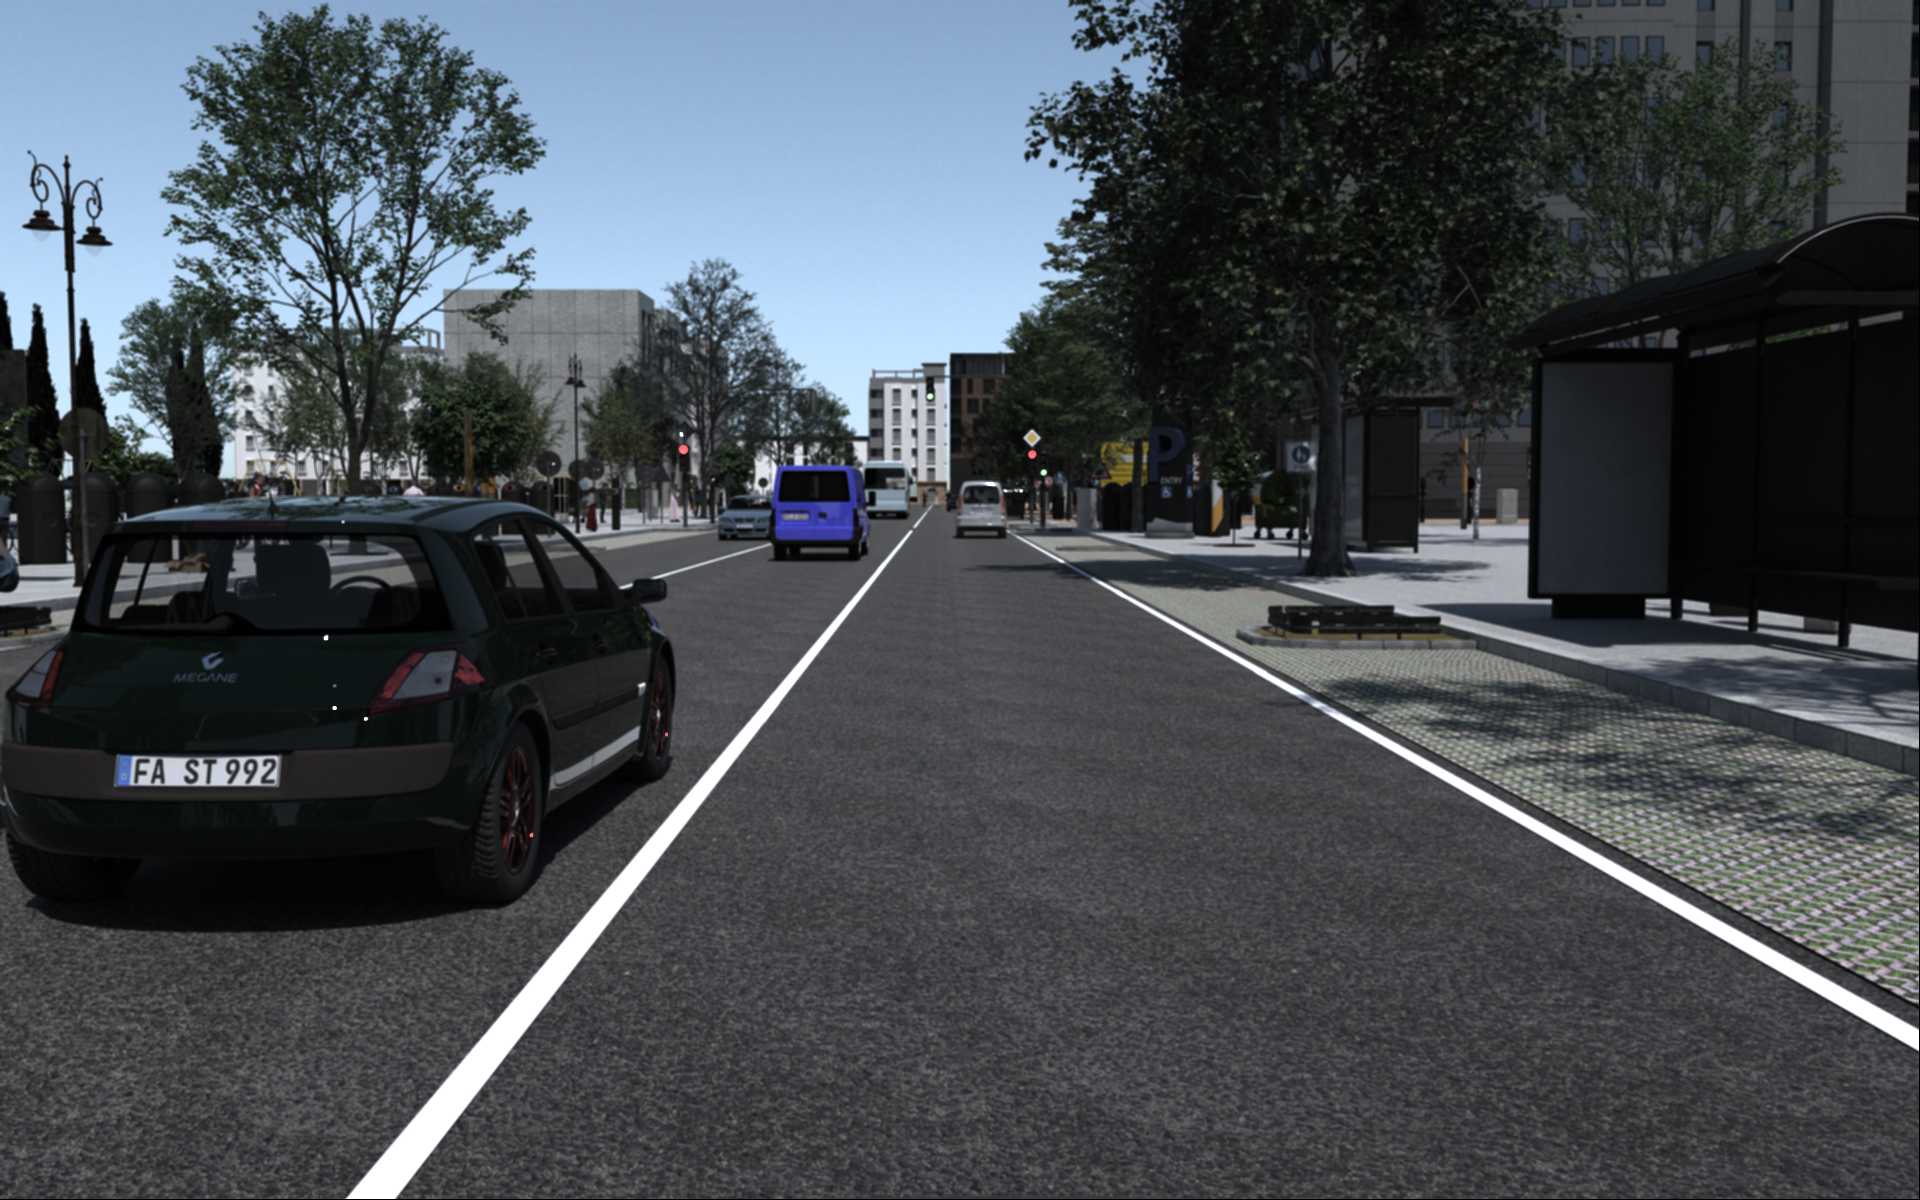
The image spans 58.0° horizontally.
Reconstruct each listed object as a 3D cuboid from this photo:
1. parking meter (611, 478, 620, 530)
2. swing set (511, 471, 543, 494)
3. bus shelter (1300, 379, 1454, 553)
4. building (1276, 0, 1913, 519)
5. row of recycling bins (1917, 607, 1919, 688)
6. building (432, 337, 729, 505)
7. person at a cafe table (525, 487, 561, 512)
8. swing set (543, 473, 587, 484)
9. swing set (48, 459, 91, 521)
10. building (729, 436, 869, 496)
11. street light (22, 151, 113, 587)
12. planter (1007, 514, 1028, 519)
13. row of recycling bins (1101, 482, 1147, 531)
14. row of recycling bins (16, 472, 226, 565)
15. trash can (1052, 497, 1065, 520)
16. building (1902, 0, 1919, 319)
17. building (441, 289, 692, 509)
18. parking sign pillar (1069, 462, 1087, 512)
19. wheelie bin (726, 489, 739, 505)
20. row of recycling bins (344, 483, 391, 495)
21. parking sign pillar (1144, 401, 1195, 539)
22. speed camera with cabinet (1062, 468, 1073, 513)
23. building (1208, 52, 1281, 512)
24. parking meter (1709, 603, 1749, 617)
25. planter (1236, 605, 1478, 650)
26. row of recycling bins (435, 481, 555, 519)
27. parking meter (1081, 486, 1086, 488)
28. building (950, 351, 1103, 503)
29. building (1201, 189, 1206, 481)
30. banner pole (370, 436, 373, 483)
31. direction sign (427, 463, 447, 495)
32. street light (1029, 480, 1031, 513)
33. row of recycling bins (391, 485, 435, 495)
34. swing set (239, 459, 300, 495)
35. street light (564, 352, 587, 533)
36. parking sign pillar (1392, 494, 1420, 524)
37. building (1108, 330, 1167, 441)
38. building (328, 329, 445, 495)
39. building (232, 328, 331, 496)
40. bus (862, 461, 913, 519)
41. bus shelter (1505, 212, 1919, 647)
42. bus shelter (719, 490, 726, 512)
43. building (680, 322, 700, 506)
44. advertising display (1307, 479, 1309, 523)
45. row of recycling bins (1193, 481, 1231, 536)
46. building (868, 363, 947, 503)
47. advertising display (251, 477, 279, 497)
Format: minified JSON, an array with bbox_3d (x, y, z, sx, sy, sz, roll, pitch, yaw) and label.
[{"bbox_3d":[-12.243,-3.420,61.621,0.255,1.863,0.399,0,4,-5],"label":"parking meter"},{"bbox_3d":[-29.616,-7.235,115.919,2.862,2.851,3.119,-1,4,-13],"label":"swing set"},{"bbox_3d":[9.574,-3.916,41.657,2.179,5.291,8.768,0,4,0],"label":"bus shelter"},{"bbox_3d":[33.742,-33.951,97.102,28.212,58.520,21.231,0,4,-1],"label":"building"},{"bbox_3d":[6.745,-0.177,10.005,1.069,1.692,3.534,0,4,3],"label":"row of recycling bins"},{"bbox_3d":[-43.996,-20.635,203.843,31.486,18.905,16.747,0,4,-1],"label":"building"},{"bbox_3d":[-14.274,-2.996,57.502,1.698,1.524,1.622,0,4,-2],"label":"person at a cafe table"},{"bbox_3d":[-29.044,-7.927,127.222,3.119,2.851,2.862,0,4,2],"label":"swing set"},{"bbox_3d":[-40.384,-4.984,79.112,2.862,2.851,3.119,0,4,7],"label":"swing set"},{"bbox_3d":[-27.331,-18.927,251.596,28.070,9.664,9.099,0,4,-1],"label":"building"},{"bbox_3d":[-12.186,-3.120,23.800,0.468,5.910,1.993,0,4,-1],"label":"street light"},{"bbox_3d":[2.858,-4.784,99.356,1.991,0.319,1.994,0,4,-1],"label":"planter"},{"bbox_3d":[6.393,-3.261,60.424,3.534,1.692,1.069,3,5,42],"label":"row of recycling bins"},{"bbox_3d":[-15.606,-1.543,32.336,3.534,1.692,1.069,-2,4,-27],"label":"row of recycling bins"},{"bbox_3d":[4.915,-4.577,86.480,0.748,1.137,0.748,0,3,0],"label":"trash can"},{"bbox_3d":[58.577,-40.302,97.195,20.611,71.187,20.563,0,4,-1],"label":"building"},{"bbox_3d":[-36.304,-18.294,165.565,16.747,18.905,31.486,0,4,-1],"label":"building"},{"bbox_3d":[8.555,-8.434,126.370,1.447,3.967,1.447,2,4,24],"label":"parking sign pillar"},{"bbox_3d":[-13.702,-5.907,104.487,0.980,1.594,0.693,2,4,35],"label":"wheelie bin"},{"bbox_3d":[-22.328,-3.537,64.946,1.069,1.692,3.534,-2,4,-29],"label":"row of recycling bins"},{"bbox_3d":[6.063,-3.764,50.015,1.447,3.967,1.447,2,4,35],"label":"parking sign pillar"},{"bbox_3d":[7.314,-7.560,117.941,0.660,3.252,2.038,0,4,0],"label":"speed camera with cabinet"},{"bbox_3d":[25.264,-27.182,128.018,14.154,41.232,14.086,0,4,-1],"label":"building"},{"bbox_3d":[8.066,-0.761,18.151,0.399,1.863,0.255,1,4,12],"label":"parking meter"},{"bbox_3d":[3.739,0.265,16.814,1.991,0.319,1.994,0,4,-1],"label":"planter"},{"bbox_3d":[-14.607,-2.918,54.815,3.534,1.692,1.069,0,4,-5],"label":"row of recycling bins"},{"bbox_3d":[8.695,-7.091,121.644,0.255,1.863,0.399,-1,4,-17],"label":"parking meter"},{"bbox_3d":[14.814,-25.558,261.843,32.646,21.610,27.936,0,4,-1],"label":"building"},{"bbox_3d":[26.222,-30.106,142.340,14.600,45.320,14.200,0,4,-1],"label":"building"},{"bbox_3d":[-25.155,-5.138,74.031,0.401,3.779,0.863,-1,4,-13],"label":"banner pole"},{"bbox_3d":[-22.474,-5.050,74.559,0.876,3.537,0.379,-2,4,-30],"label":"direction sign"},{"bbox_3d":[4.736,-8.777,116.289,0.468,5.910,1.993,0,4,-1],"label":"street light"},{"bbox_3d":[-24.682,-4.272,76.968,3.534,1.692,1.069,0,4,-3],"label":"row of recycling bins"},{"bbox_3d":[-31.822,-5.016,79.625,2.862,2.851,3.119,0,4,3],"label":"swing set"},{"bbox_3d":[-12.513,-5.121,56.510,0.468,5.910,1.993,0,4,-1],"label":"street light"},{"bbox_3d":[19.207,-5.290,74.970,1.447,3.967,1.447,-1,4,-13],"label":"parking sign pillar"},{"bbox_3d":[32.501,-21.537,196.111,27.936,21.610,32.646,0,4,-1],"label":"building"},{"bbox_3d":[-65.433,-21.263,204.063,11.380,20.091,16.016,0,4,-1],"label":"building"},{"bbox_3d":[-76.810,-21.238,203.664,11.380,20.091,16.016,0,4,-1],"label":"building"},{"bbox_3d":[-4.351,-6.666,103.846,2.948,3.499,13.247,0,4,-1],"label":"bus"},{"bbox_3d":[6.671,-1.304,15.244,2.014,3.302,5.546,0,4,-1],"label":"bus shelter"},{"bbox_3d":[-16.577,-8.081,126.045,2.014,3.302,5.546,0,4,-1],"label":"bus shelter"},{"bbox_3d":[-36.538,-20.224,187.075,16.016,20.091,11.380,0,4,-1],"label":"building"},{"bbox_3d":[15.442,-4.302,75.547,0.123,1.923,0.974,-2,4,-32],"label":"advertising display"},{"bbox_3d":[7.835,-2.891,54.383,1.069,1.692,3.534,0,4,-1],"label":"row of recycling bins"},{"bbox_3d":[-7.653,-24.424,255.751,11.380,20.091,16.016,0,4,-1],"label":"building"},{"bbox_3d":[-26.650,-3.746,66.459,0.974,1.923,0.123,-2,4,-33],"label":"advertising display"}]
